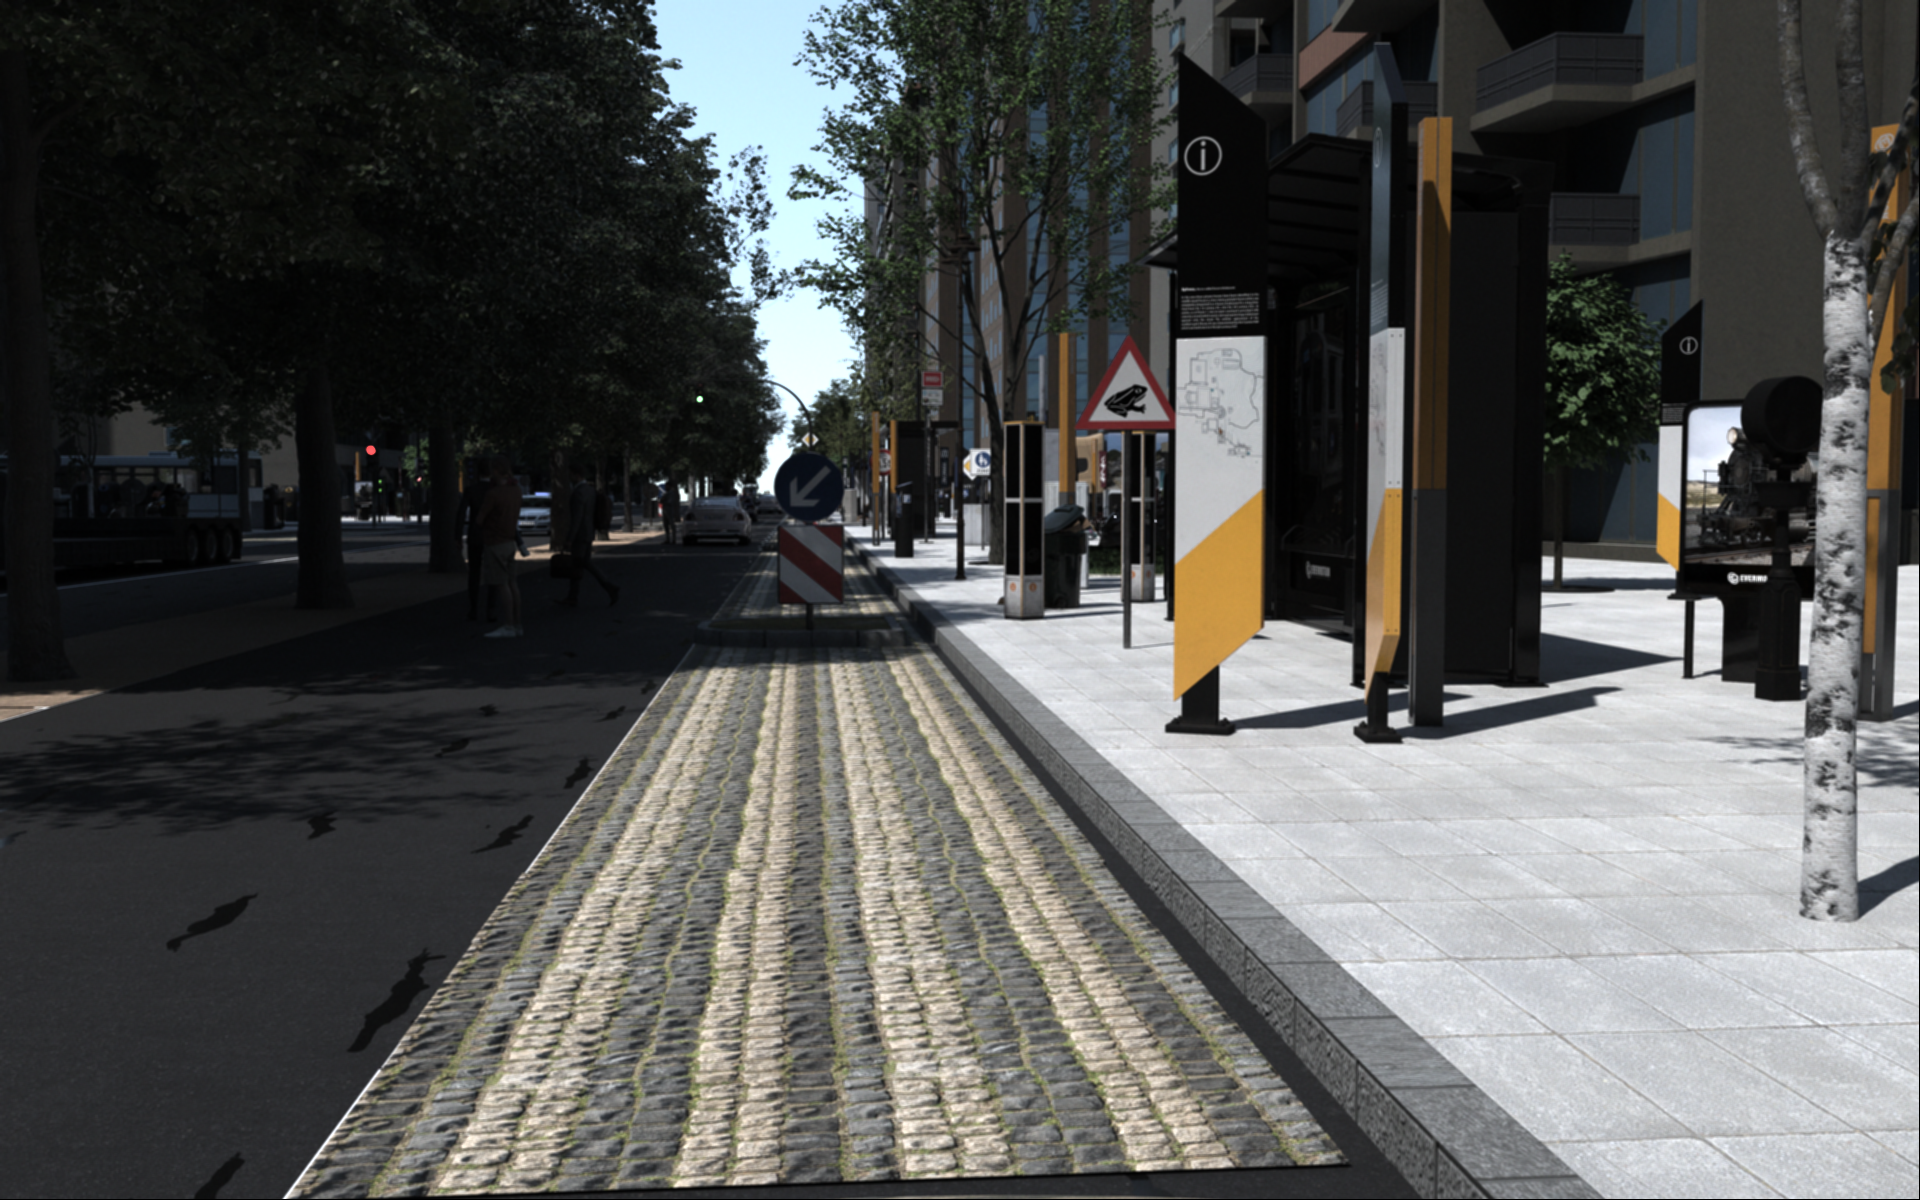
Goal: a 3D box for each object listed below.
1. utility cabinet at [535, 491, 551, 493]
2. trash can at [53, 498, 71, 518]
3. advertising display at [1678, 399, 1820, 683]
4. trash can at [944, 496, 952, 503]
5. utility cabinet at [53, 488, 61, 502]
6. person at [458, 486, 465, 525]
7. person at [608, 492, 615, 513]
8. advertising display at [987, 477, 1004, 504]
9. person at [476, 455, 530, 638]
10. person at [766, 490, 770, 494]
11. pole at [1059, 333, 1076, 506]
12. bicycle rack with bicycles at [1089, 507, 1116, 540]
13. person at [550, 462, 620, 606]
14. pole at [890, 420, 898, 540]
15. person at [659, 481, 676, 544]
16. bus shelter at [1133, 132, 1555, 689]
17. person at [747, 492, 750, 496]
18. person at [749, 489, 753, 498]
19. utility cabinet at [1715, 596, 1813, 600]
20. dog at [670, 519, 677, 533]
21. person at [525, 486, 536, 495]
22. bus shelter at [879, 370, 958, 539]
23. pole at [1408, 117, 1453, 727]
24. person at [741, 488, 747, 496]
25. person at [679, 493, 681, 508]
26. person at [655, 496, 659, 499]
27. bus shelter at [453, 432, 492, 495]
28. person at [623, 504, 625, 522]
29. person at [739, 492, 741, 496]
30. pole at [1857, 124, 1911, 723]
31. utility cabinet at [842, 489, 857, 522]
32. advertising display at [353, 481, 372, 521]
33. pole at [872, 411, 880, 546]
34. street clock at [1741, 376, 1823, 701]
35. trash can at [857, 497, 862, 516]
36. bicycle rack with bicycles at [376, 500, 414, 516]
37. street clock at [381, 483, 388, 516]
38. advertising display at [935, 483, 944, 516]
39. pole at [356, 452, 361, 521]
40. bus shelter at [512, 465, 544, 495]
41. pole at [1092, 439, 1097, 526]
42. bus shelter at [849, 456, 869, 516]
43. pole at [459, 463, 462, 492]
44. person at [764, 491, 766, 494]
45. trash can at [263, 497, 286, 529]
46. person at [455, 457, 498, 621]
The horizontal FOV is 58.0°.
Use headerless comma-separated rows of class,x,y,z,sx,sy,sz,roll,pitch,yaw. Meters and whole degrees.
utility cabinet,-31.331,-7.431,130.169,1.173,1.500,0.318,-3,5,-39
trash can,-29.499,-2.758,56.744,0.748,1.137,0.748,0,3,0
advertising display,5.387,-0.398,11.726,0.974,1.923,0.123,3,5,41
trash can,-0.941,-7.566,135.361,0.748,1.137,0.748,0,3,0
utility cabinet,-34.816,-3.492,65.778,1.173,1.500,0.318,-1,4,-20
person,-22.962,-4.314,79.137,0.767,1.812,0.694,3,5,42
person,-27.046,-7.580,134.240,0.589,1.601,0.330,0,4,-5
advertising display,1.536,-3.790,67.180,0.974,1.923,0.123,0,4,-3
person,-4.602,-0.547,17.425,0.573,1.828,0.580,-2,4,-33
person,-19.388,-10.189,175.181,1.348,1.812,0.705,0,4,4
pole,1.368,-1.725,22.044,0.158,3.312,0.155,0,3,0
bicycle rack with bicycles,4.011,-2.186,49.120,2.925,0.926,2.852,-1,4,-14
person,-4.779,-0.832,22.066,0.822,1.834,0.622,0,4,-3
pole,-1.820,-3.306,47.902,0.158,3.312,0.155,0,3,0
person,-8.379,-2.496,49.489,0.511,1.800,0.466,2,4,27
bus shelter,2.860,-1.418,14.471,1.731,3.624,6.357,0,4,-5
person,-31.393,-15.105,256.168,1.217,1.736,0.721,-3,5,-44
person,-15.228,-7.174,125.801,0.388,1.821,0.555,-1,4,-20
utility cabinet,9.773,-0.745,20.860,1.173,1.500,0.318,1,4,14
dog,-10.696,-2.770,64.571,0.406,0.507,0.540,-3,4,-38
person,-19.419,-4.277,78.673,0.600,1.795,0.529,3,4,38
bus shelter,-1.396,-4.656,53.756,2.179,5.291,8.768,0,4,-5
pole,2.588,-0.959,9.530,0.158,3.312,0.155,0,3,0
person,-14.537,-6.599,116.408,0.388,1.821,0.555,2,4,24
person,-29.386,-10.446,180.768,0.415,1.643,0.593,-3,4,-37
person,-31.521,-10.513,181.093,0.721,1.736,1.217,-3,5,-41
bus shelter,-28.491,-7.514,100.482,2.179,5.291,8.768,0,4,-5
person,-17.283,-4.708,89.748,0.394,1.301,0.425,-2,4,-32
person,-38.807,-18.084,304.892,1.217,1.735,0.721,-3,5,-39
pole,5.171,-0.971,9.717,0.158,3.312,0.155,0,3,0
utility cabinet,-4.978,-4.225,77.757,0.318,1.500,1.173,-2,4,-25
advertising display,-28.523,-4.756,82.969,0.974,1.923,0.123,-2,4,-25
pole,-2.076,-2.994,42.799,0.158,3.312,0.155,0,3,0
street clock,5.106,-0.378,10.757,0.471,2.002,0.358,-1,4,-12
trash can,-5.137,-4.434,84.146,0.748,1.137,0.748,0,3,0
bicycle rack with bicycles,-32.733,-5.262,99.415,2.852,0.926,2.925,0,4,4
street clock,-34.433,-6.049,103.474,0.358,2.002,0.471,2,4,33
advertising display,-1.422,-5.993,103.201,0.974,1.923,0.123,-2,4,-30
pole,-29.123,-5.509,83.921,0.158,3.312,0.155,0,3,0
bus shelter,-31.198,-7.962,124.109,2.014,3.302,5.546,0,4,-5
pole,4.958,-4.282,63.860,0.158,3.312,0.155,0,3,0
bus shelter,-4.853,-6.068,93.127,2.014,3.302,5.546,0,4,-5
pole,-26.875,-6.080,93.243,0.158,3.312,0.155,0,3,0
person,-22.687,-11.848,202.227,1.348,1.822,0.705,3,4,38
trash can,-24.937,-3.145,63.072,0.748,1.137,0.748,0,3,0
person,-5.402,-0.692,19.595,0.659,1.850,0.755,-1,4,-21
